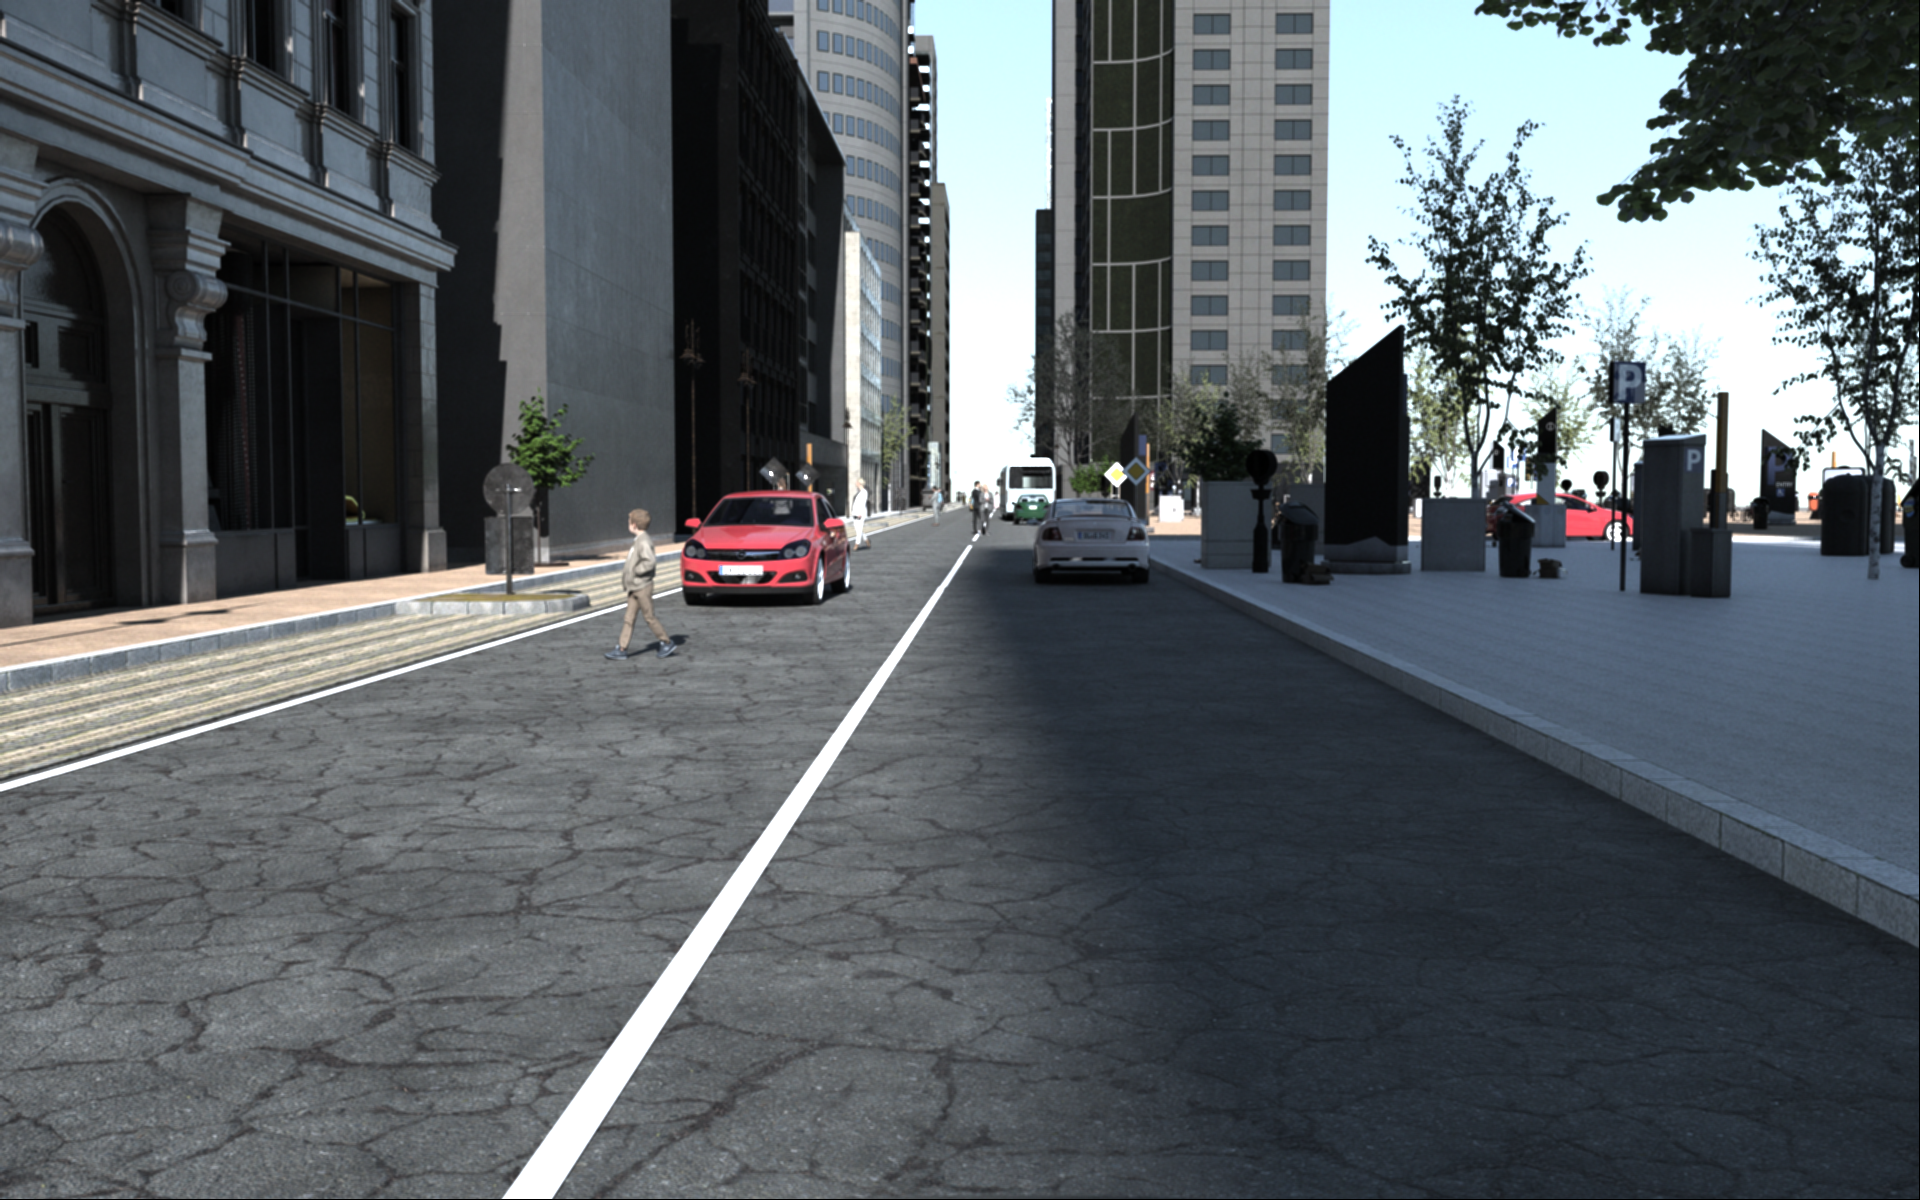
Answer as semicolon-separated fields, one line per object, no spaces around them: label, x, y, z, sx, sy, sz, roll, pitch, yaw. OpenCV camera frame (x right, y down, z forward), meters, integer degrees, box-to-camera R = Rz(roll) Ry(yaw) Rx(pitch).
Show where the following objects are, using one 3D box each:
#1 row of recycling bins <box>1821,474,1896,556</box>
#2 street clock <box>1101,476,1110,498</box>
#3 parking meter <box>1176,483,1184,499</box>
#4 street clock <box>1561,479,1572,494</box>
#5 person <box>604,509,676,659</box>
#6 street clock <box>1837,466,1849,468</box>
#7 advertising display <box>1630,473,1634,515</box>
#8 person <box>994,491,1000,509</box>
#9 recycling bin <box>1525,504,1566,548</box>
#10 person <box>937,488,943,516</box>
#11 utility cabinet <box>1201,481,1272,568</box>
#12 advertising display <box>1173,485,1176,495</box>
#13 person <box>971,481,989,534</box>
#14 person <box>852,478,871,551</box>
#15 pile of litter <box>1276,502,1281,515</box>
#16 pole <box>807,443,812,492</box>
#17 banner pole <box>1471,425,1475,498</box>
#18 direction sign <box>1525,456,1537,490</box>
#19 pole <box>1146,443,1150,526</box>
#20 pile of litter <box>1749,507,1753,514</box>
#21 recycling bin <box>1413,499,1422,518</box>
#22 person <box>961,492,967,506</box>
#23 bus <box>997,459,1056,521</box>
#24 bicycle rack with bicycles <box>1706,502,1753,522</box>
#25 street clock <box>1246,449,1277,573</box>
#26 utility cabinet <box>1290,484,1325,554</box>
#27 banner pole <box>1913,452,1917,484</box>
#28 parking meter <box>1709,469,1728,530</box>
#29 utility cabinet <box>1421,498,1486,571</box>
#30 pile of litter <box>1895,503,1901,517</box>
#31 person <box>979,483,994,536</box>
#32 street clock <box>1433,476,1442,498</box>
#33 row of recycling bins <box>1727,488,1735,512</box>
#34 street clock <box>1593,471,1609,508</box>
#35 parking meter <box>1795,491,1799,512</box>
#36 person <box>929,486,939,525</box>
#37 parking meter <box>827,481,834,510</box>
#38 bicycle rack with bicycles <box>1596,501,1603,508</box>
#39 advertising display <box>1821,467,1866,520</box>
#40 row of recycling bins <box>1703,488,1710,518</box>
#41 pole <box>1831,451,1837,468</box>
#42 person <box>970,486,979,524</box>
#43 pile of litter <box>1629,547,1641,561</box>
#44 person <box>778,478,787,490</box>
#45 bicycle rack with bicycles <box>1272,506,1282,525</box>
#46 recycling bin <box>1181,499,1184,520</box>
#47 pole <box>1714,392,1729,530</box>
row of recycling bins;19.332;-1.837;37.141;1.069;1.692;3.534;3;5;39
street clock;5.707;-3.878;67.978;0.358;2.002;0.471;-1;4;-18
parking meter;11.434;-5.162;90.113;0.399;1.863;0.255;0;4;-4
street clock;29.780;-4.924;85.078;0.471;2.002;0.358;3;5;43
person;-2.774;-0.141;15.084;0.640;1.303;0.475;-3;4;-36
street clock;22.552;-2.427;44.253;0.471;2.002;0.358;1;4;15
advertising display;21.063;-2.951;53.462;0.123;1.923;0.974;-1;4;-19
person;3.634;-9.881;170.717;0.621;1.740;0.551;2;4;29
recycling bin;14.157;-1.795;41.902;0.722;1.027;0.722;-1;4;-14
person;-1.438;-6.457;113.933;0.638;1.841;0.748;-1;4;-13
utility cabinet;4.757;-1.293;29.824;1.173;1.500;0.318;-1;4;-12
advertising display;15.464;-7.380;125.871;0.123;1.923;0.974;3;4;37
person;0.692;-3.290;61.659;0.474;1.900;0.648;-3;4;-37
person;-2.481;-2.171;43.872;0.514;1.842;0.818;3;5;42
pile of litter;16.734;-4.808;92.571;1.176;0.858;1.719;-1;4;-22
pole;-6.077;-4.649;69.855;0.158;3.312;0.155;0;3;0
banner pole;18.623;-4.459;62.922;0.401;3.779;0.863;1;4;17
direction sign;34.422;-6.868;104.284;0.876;3.537;0.379;-1;4;-9
pole;7.528;-4.646;69.809;0.158;3.312;0.155;0;3;0
pile of litter;48.580;-5.583;105.239;1.719;0.858;1.176;-1;4;-17
recycling bin;24.796;-4.928;93.135;0.722;1.027;0.722;0;4;1
person;0.447;-12.629;215.715;1.217;1.736;0.721;-3;5;-41
bus;3.643;-6.201;96.251;2.948;3.499;13.247;0;4;0
bicycle rack with bicycles;36.214;-4.076;80.027;2.925;0.926;2.852;-2;4;-30
street clock;4.905;-1.447;28.227;0.471;2.002;0.358;3;5;43
utility cabinet;7.551;-1.723;36.849;0.318;1.500;1.173;-3;4;-36
banner pole;55.596;-6.786;100.961;0.401;3.779;0.863;1;4;11
parking meter;17.967;-2.159;41.012;0.399;1.863;0.255;-3;4;-37
utility cabinet;8.228;-1.085;28.895;1.020;1.237;0.306;1;4;12
pile of litter;51.926;-5.066;96.792;1.176;0.858;1.719;0;4;-1
person;0.922;-3.132;59.891;0.537;1.800;0.526;0;4;-1
street clock;18.806;-3.894;68.234;0.358;2.002;0.471;1;4;22
row of recycling bins;53.291;-7.067;122.664;1.069;1.692;3.534;-2;4;-27
street clock;20.116;-3.047;54.387;0.358;2.002;0.471;-1;4;-20
parking meter;61.302;-7.252;126.979;0.372;1.533;0.369;0;3;0
person;-1.184;-4.313;79.196;0.466;1.800;0.511;0;4;2
parking meter;-5.736;-4.342;76.699;0.255;1.863;0.399;1;4;12
bicycle rack with bicycles;46.017;-6.883;125.925;2.852;0.926;2.925;2;4;26
advertising display;21.387;-2.247;41.948;0.123;1.923;0.974;-3;5;-40
row of recycling bins;38.005;-5.229;92.606;3.534;1.692;1.069;1;4;14
pole;41.626;-5.425;82.544;0.158;3.312;0.155;0;3;0
person;0.832;-4.619;83.890;0.748;1.841;0.638;-1;4;-23
pile of litter;13.768;-1.218;33.885;1.719;0.858;1.176;-1;4;-21
person;-4.050;-1.850;39.025;0.520;1.790;0.573;-1;4;-18
bicycle rack with bicycles;12.244;-3.591;72.093;2.925;0.926;2.852;0;4;6
recycling bin;10.404;-4.388;84.298;0.722;1.027;0.722;-3;4;-36
pole;15.233;-2.497;34.663;0.158;3.312;0.155;0;3;0
